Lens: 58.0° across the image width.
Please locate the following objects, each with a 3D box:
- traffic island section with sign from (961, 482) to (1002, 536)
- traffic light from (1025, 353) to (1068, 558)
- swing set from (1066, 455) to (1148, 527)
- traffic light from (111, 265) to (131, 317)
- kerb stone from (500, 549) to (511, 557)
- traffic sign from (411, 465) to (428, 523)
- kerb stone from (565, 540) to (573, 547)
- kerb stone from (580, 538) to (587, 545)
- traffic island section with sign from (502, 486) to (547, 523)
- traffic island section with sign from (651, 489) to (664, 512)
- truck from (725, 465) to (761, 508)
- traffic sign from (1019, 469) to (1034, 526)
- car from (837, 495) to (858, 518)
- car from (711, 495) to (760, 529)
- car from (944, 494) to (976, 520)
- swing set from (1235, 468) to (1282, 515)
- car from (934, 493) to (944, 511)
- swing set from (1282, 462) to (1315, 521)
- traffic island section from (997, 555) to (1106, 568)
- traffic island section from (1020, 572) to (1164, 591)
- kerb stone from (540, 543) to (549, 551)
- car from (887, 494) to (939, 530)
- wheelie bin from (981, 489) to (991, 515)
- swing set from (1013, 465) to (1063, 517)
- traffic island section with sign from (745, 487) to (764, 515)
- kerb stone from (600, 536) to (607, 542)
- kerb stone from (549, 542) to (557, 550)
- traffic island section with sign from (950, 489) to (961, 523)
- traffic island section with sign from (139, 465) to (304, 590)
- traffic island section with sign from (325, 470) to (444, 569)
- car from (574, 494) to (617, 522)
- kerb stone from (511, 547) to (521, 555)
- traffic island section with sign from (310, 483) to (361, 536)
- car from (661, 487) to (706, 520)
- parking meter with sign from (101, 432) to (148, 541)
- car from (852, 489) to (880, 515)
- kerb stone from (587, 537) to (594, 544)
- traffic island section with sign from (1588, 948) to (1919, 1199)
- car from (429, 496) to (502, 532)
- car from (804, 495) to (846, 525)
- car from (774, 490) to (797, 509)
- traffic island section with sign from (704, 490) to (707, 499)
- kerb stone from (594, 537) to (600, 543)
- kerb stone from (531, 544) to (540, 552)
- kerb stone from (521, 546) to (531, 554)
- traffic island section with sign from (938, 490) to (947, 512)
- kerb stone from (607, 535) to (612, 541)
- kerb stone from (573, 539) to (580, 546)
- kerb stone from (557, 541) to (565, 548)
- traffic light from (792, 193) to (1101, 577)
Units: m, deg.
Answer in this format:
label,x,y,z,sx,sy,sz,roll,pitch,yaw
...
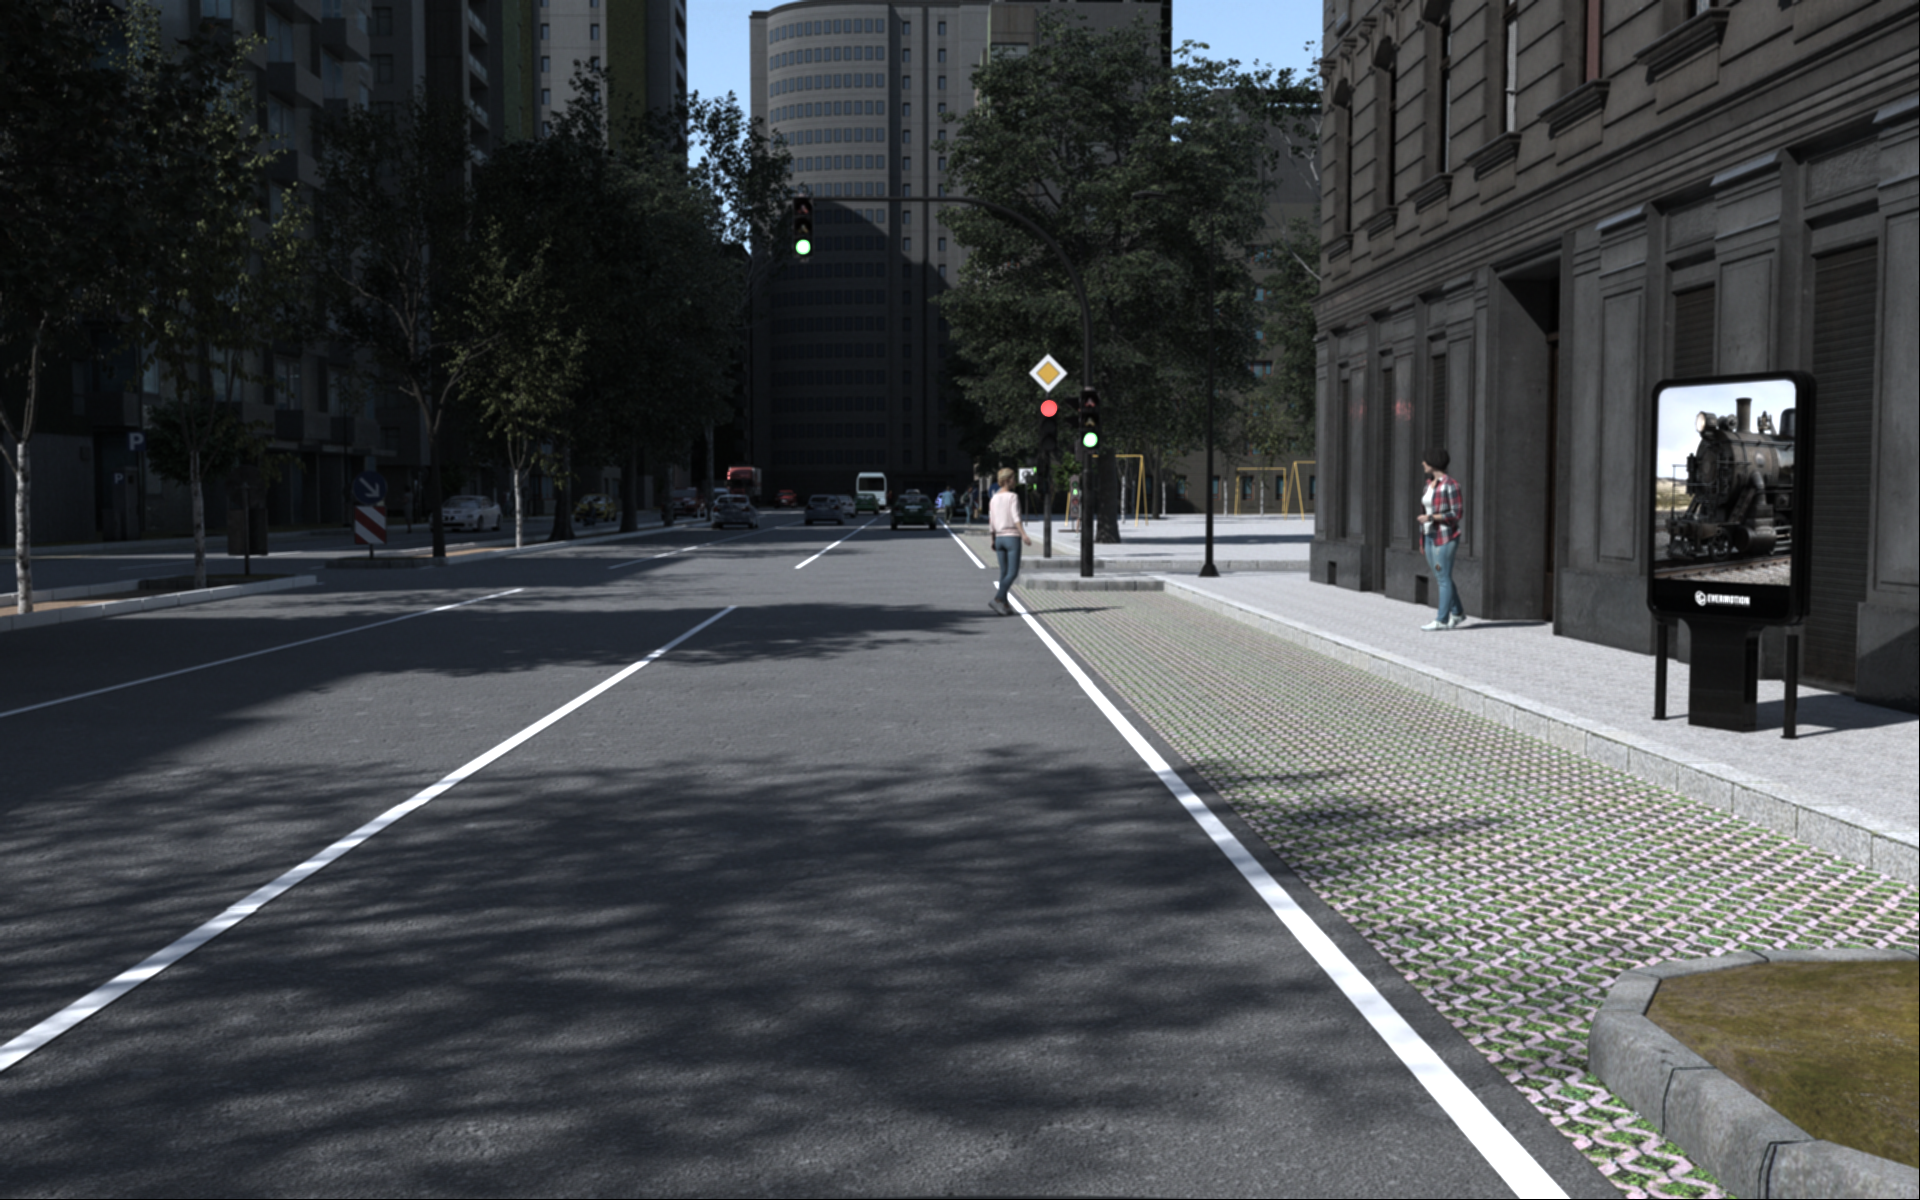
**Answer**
label,x,y,z,sx,sy,sz,roll,pitch,yaw
traffic island section with sign,1.158,-3.131,59.827,1.989,1.847,2.006,0,4,-1
traffic light,1.740,-2.800,34.700,0.839,4.253,0.868,0,4,-1
swing set,6.075,-4.427,69.998,3.119,2.851,2.862,1,4,15
traffic light,-18.825,-3.641,34.205,4.771,5.953,1.251,0,4,-1
kerb stone,-10.526,-1.068,39.658,0.120,0.150,1.000,0,4,-1
traffic sign,-23.683,-4.636,75.912,0.768,2.556,0.104,0,4,0
kerb stone,-10.710,-1.508,46.846,0.120,0.150,1.000,0,4,-1
kerb stone,-10.763,-1.633,48.892,0.120,0.150,1.000,0,4,-1
traffic island section with sign,-21.967,-4.823,87.486,1.989,1.847,2.006,0,4,-1
traffic island section with sign,-23.180,-7.793,136.048,1.989,1.847,2.006,0,4,-1
truck,-21.329,-11.141,171.065,2.839,4.237,11.283,0,4,-2
traffic sign,2.651,-4.104,69.228,0.606,2.300,0.079,0,4,-1
car,-7.260,-5.662,104.933,2.083,1.381,4.827,0,4,-2
car,-9.317,-3.655,71.762,2.014,1.417,4.499,0,4,-3
car,0.017,-5.295,96.356,2.009,1.686,4.222,0,4,-1
swing set,18.429,-6.583,105.255,3.119,2.851,2.862,1,4,14
car,-1.242,-8.442,147.621,1.945,1.707,3.694,0,4,-2
swing set,17.685,-5.276,83.890,3.119,2.851,2.862,0,4,-7
traffic island section,1.780,-0.767,34.815,2.009,0.180,2.903,0,4,-1
traffic island section,1.980,-0.278,26.832,2.009,0.180,2.903,0,4,-1
kerb stone,-10.628,-1.319,43.769,0.120,0.150,1.000,0,4,-1
car,-1.892,-3.574,70.227,2.131,1.459,4.920,0,4,-2
wheelie bin,1.621,-6.103,107.692,0.693,1.594,0.980,0,4,-3
swing set,4.584,-5.931,94.584,3.119,2.851,2.862,3,5,40
traffic island section with sign,-13.318,-6.185,109.260,2.006,1.907,1.989,0,4,-1
kerb stone,-10.828,-1.815,51.961,0.120,0.150,1.000,0,4,-1
kerb stone,-10.656,-1.382,44.797,0.120,0.150,1.000,0,4,-1
traffic island section with sign,0.488,-4.780,86.774,1.989,1.847,2.006,0,4,-1
traffic island section with sign,-11.249,-1.138,26.741,2.006,1.907,1.989,0,4,-1
traffic island section with sign,-11.425,-1.591,34.146,2.006,1.907,1.989,0,4,-1
car,-18.935,-4.878,89.974,2.015,1.641,3.980,0,4,-3
kerb stone,-10.556,-1.126,40.680,0.120,0.150,1.000,0,4,-1
traffic island section with sign,-21.291,-3.158,60.264,1.989,1.847,2.006,0,4,-1
car,-15.282,-5.345,96.071,2.281,1.827,5.304,0,4,-1
parking meter with sign,-23.015,-3.144,47.672,0.543,3.016,1.738,0,4,1
car,-6.568,-6.830,120.469,1.959,1.807,4.718,0,3,0
kerb stone,-10.781,-1.695,49.917,0.120,0.150,1.000,0,4,-1
traffic island section with sign,2.558,0.293,3.833,1.989,1.847,2.006,0,4,-1
car,-18.847,-3.290,66.151,2.083,1.381,4.827,0,4,-1
car,-6.333,-4.222,81.034,2.014,1.417,4.499,0,4,-2
car,-17.427,-10.059,173.133,2.281,1.827,5.304,0,4,-1
traffic island section with sign,-23.873,-9.489,163.766,1.989,1.847,2.006,0,4,-1
kerb stone,-10.809,-1.758,50.939,0.120,0.150,1.000,0,4,-1
kerb stone,-10.605,-1.254,42.747,0.120,0.150,1.000,0,4,-1
kerb stone,-10.572,-1.190,41.718,0.120,0.150,1.000,0,4,-1
traffic island section with sign,-1.447,-9.495,163.874,1.989,1.847,2.006,0,4,-1
kerb stone,-10.866,-1.882,52.985,0.120,0.150,1.000,0,4,-1
kerb stone,-10.727,-1.570,47.869,0.120,0.150,1.000,0,4,-1
kerb stone,-10.678,-1.445,45.819,0.120,0.150,1.000,0,4,-1
traffic light,-0.149,-3.172,26.524,4.771,5.953,1.251,0,4,-1
